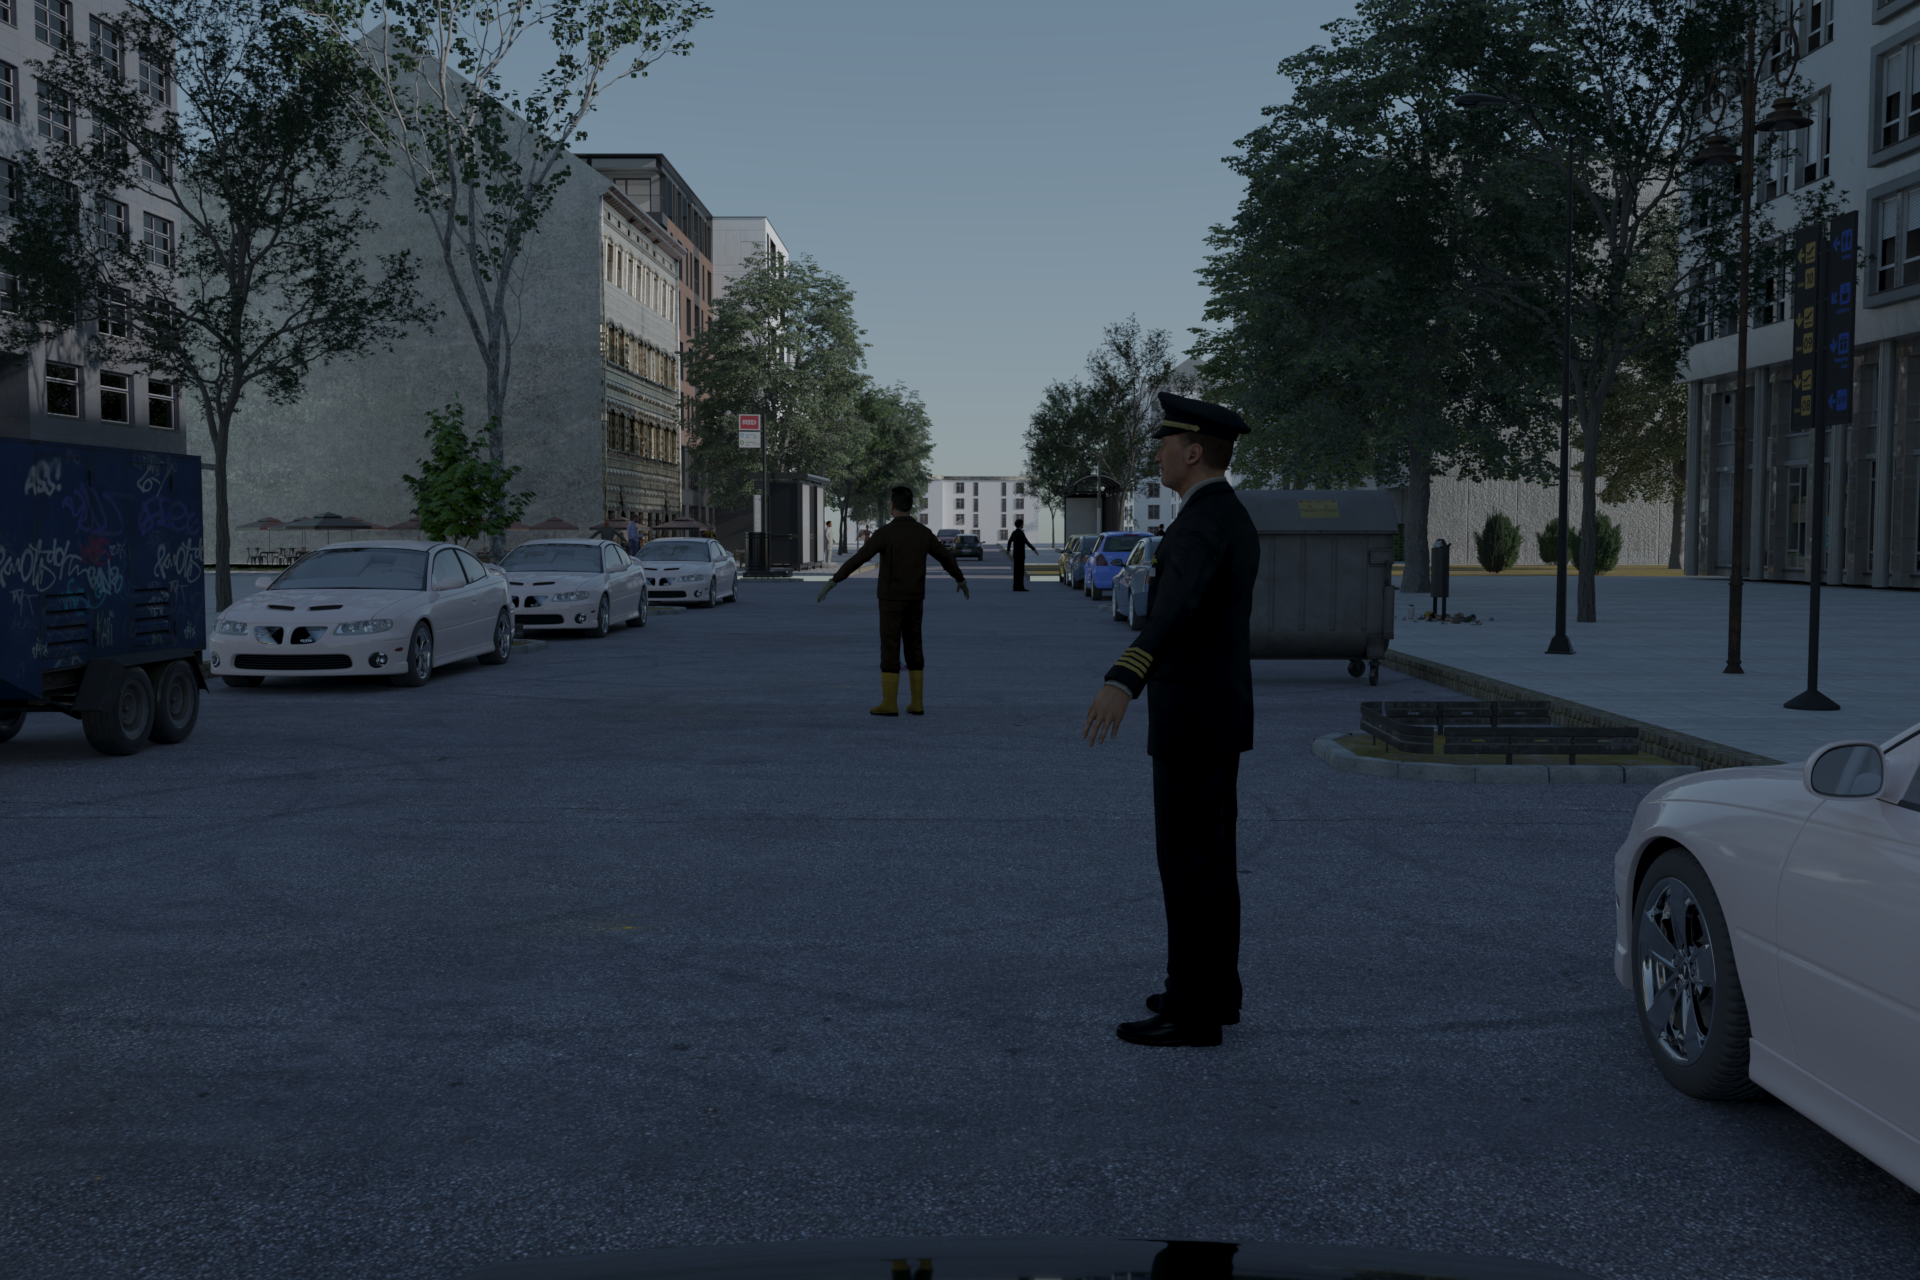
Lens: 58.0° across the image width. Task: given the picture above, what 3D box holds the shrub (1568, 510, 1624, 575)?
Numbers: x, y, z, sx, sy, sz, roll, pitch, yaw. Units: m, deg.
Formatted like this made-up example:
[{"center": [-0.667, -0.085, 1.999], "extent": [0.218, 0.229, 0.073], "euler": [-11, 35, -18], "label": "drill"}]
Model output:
[{"center": [19.789, -3.049, 53.896], "extent": [1.661, 2.075, 1.752], "euler": [0, 3, 0], "label": "shrub"}]

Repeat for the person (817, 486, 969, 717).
[{"center": [-0.478, -0.313, 13.705], "extent": [1.346, 1.812, 0.704], "euler": [-2, 4, -30], "label": "person"}]

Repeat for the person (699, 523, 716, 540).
[{"center": [-13.205, -5.194, 90.683], "extent": [0.705, 1.858, 1.354], "euler": [3, 4, 37], "label": "person"}]

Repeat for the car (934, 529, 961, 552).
[{"center": [-0.746, -6.781, 119.547], "extent": [2.281, 1.827, 5.304], "euler": [0, 4, 1], "label": "car"}]

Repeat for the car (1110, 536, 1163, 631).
[{"center": [3.396, -0.919, 27.024], "extent": [2.014, 1.417, 4.499], "euler": [0, 4, 0], "label": "car"}]

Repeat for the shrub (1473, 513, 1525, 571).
[{"center": [18.794, -3.449, 60.426], "extent": [1.661, 2.075, 1.752], "euler": [0, 3, 0], "label": "shrub"}]

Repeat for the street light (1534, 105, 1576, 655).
[{"center": [6.990, -2.806, 18.413], "extent": [1.470, 5.913, 1.316], "euler": [0, 4, 0], "label": "street light"}]

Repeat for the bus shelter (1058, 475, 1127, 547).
[{"center": [4.654, -4.146, 61.711], "extent": [2.014, 3.302, 5.546], "euler": [0, 4, 0], "label": "bus shelter"}]

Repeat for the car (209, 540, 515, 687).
[{"center": [-5.940, -0.328, 17.721], "extent": [2.083, 1.381, 4.827], "euler": [0, 4, 1], "label": "car"}]

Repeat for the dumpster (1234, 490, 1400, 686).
[{"center": [3.211, -0.525, 16.804], "extent": [1.865, 1.857, 1.264], "euler": [0, 4, 0], "label": "dumpster"}]

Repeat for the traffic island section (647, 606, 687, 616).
[{"center": [-6.030, -0.520, 31.367], "extent": [1.991, 0.108, 1.994], "euler": [0, 4, 2], "label": "traffic island section"}]

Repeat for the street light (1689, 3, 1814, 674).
[{"center": [7.133, -2.630, 15.788], "extent": [0.468, 5.910, 1.993], "euler": [0, 4, 1], "label": "street light"}]

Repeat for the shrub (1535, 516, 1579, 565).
[{"center": [24.586, -4.113, 71.286], "extent": [1.661, 2.075, 1.752], "euler": [0, 3, 0], "label": "shrub"}]

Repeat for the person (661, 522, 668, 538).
[{"center": [-12.290, -4.015, 71.863], "extent": [0.704, 1.802, 1.346], "euler": [0, 4, -1], "label": "person"}]

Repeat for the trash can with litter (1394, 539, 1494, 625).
[{"center": [7.040, -0.878, 25.415], "extent": [1.678, 1.210, 2.233], "euler": [0, 4, 1], "label": "trash can with litter"}]

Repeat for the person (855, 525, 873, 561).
[{"center": [-4.379, -4.607, 82.128], "extent": [1.217, 1.733, 0.721], "euler": [-1, 4, -10], "label": "person"}]

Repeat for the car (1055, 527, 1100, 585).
[{"center": [3.783, -2.454, 50.348], "extent": [2.015, 1.641, 3.980], "euler": [0, 4, 0], "label": "car"}]

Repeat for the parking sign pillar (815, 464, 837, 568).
[{"center": [-5.424, -4.751, 66.157], "extent": [1.447, 3.967, 1.447], "euler": [0, 4, 0], "label": "parking sign pillar"}]

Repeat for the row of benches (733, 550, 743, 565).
[{"center": [-7.505, -3.434, 71.604], "extent": [4.104, 0.672, 1.422], "euler": [2, 4, 27], "label": "row of benches"}]

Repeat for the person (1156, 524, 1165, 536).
[{"center": [9.037, -4.289, 76.852], "extent": [0.721, 1.740, 1.216], "euler": [-2, 4, -25], "label": "person"}]

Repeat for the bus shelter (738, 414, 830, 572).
[{"center": [-6.168, -5.066, 60.453], "extent": [2.179, 5.291, 8.768], "euler": [0, 4, 3], "label": "bus shelter"}]

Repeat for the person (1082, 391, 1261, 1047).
[{"center": [0.655, 0.210, 4.965], "extent": [0.705, 1.837, 1.347], "euler": [1, 4, 21], "label": "person"}]

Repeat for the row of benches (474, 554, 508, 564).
[{"center": [-15.246, -2.382, 54.405], "extent": [4.104, 0.672, 1.422], "euler": [0, 4, 3], "label": "row of benches"}]

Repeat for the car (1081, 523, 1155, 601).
[{"center": [3.681, -1.773, 38.586], "extent": [1.945, 1.707, 3.694], "euler": [0, 4, 0], "label": "car"}]

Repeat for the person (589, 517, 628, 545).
[{"center": [-10.824, -2.865, 53.113], "extent": [1.348, 1.796, 0.705], "euler": [-1, 4, -10], "label": "person"}]

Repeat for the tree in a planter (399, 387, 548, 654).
[{"center": [-6.181, -1.467, 21.201], "extent": [1.991, 3.239, 1.994], "euler": [0, 4, 2], "label": "tree in a planter"}]

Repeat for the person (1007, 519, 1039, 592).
[{"center": [1.505, -2.118, 43.278], "extent": [0.705, 1.806, 1.347], "euler": [-2, 4, -31], "label": "person"}]

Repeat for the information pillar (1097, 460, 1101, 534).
[{"center": [4.424, -3.904, 55.191], "extent": [0.183, 3.616, 0.504], "euler": [0, 4, 2], "label": "information pillar"}]

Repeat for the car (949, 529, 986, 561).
[{"center": [0.379, -5.139, 93.807], "extent": [2.009, 1.686, 4.222], "euler": [0, 4, 1], "label": "car"}]

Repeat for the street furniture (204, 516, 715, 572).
[{"center": [-23.391, -3.548, 63.034], "extent": [27.439, 1.986, 14.083], "euler": [0, 4, 4], "label": "street furniture"}]

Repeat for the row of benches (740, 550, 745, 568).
[{"center": [-8.170, -3.138, 66.768], "extent": [1.422, 0.672, 4.104], "euler": [0, 4, -7], "label": "row of benches"}]

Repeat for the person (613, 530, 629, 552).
[{"center": [-13.929, -4.031, 72.031], "extent": [1.348, 1.813, 0.705], "euler": [-3, 5, -42], "label": "person"}]

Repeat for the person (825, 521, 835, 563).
[{"center": [-5.111, -3.778, 67.950], "extent": [0.705, 1.806, 1.347], "euler": [0, 4, 6], "label": "person"}]

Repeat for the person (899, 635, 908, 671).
[{"center": [-0.596, -0.401, 18.288], "extent": [0.599, 1.433, 0.991], "euler": [0, 4, -3], "label": "person"}]

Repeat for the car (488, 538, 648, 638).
[{"center": [-5.806, -0.797, 25.401], "extent": [2.083, 1.381, 4.827], "euler": [0, 4, 1], "label": "car"}]

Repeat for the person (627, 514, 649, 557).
[{"center": [-9.050, -2.616, 48.684], "extent": [0.599, 1.838, 0.709], "euler": [-1, 4, -21], "label": "person"}]

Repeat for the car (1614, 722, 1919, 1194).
[{"center": [2.753, 0.574, 2.981], "extent": [2.083, 1.381, 4.827], "euler": [0, 3, 0], "label": "car"}]

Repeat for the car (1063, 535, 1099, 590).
[{"center": [3.774, -2.080, 46.014], "extent": [2.014, 1.417, 4.499], "euler": [0, 4, 0], "label": "car"}]

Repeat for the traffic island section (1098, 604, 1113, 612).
[{"center": [3.627, -0.596, 32.618], "extent": [1.991, 0.108, 1.994], "euler": [0, 4, 1], "label": "traffic island section"}]

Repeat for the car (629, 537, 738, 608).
[{"center": [-5.653, -1.386, 35.019], "extent": [2.083, 1.381, 4.827], "euler": [0, 4, 1], "label": "car"}]
